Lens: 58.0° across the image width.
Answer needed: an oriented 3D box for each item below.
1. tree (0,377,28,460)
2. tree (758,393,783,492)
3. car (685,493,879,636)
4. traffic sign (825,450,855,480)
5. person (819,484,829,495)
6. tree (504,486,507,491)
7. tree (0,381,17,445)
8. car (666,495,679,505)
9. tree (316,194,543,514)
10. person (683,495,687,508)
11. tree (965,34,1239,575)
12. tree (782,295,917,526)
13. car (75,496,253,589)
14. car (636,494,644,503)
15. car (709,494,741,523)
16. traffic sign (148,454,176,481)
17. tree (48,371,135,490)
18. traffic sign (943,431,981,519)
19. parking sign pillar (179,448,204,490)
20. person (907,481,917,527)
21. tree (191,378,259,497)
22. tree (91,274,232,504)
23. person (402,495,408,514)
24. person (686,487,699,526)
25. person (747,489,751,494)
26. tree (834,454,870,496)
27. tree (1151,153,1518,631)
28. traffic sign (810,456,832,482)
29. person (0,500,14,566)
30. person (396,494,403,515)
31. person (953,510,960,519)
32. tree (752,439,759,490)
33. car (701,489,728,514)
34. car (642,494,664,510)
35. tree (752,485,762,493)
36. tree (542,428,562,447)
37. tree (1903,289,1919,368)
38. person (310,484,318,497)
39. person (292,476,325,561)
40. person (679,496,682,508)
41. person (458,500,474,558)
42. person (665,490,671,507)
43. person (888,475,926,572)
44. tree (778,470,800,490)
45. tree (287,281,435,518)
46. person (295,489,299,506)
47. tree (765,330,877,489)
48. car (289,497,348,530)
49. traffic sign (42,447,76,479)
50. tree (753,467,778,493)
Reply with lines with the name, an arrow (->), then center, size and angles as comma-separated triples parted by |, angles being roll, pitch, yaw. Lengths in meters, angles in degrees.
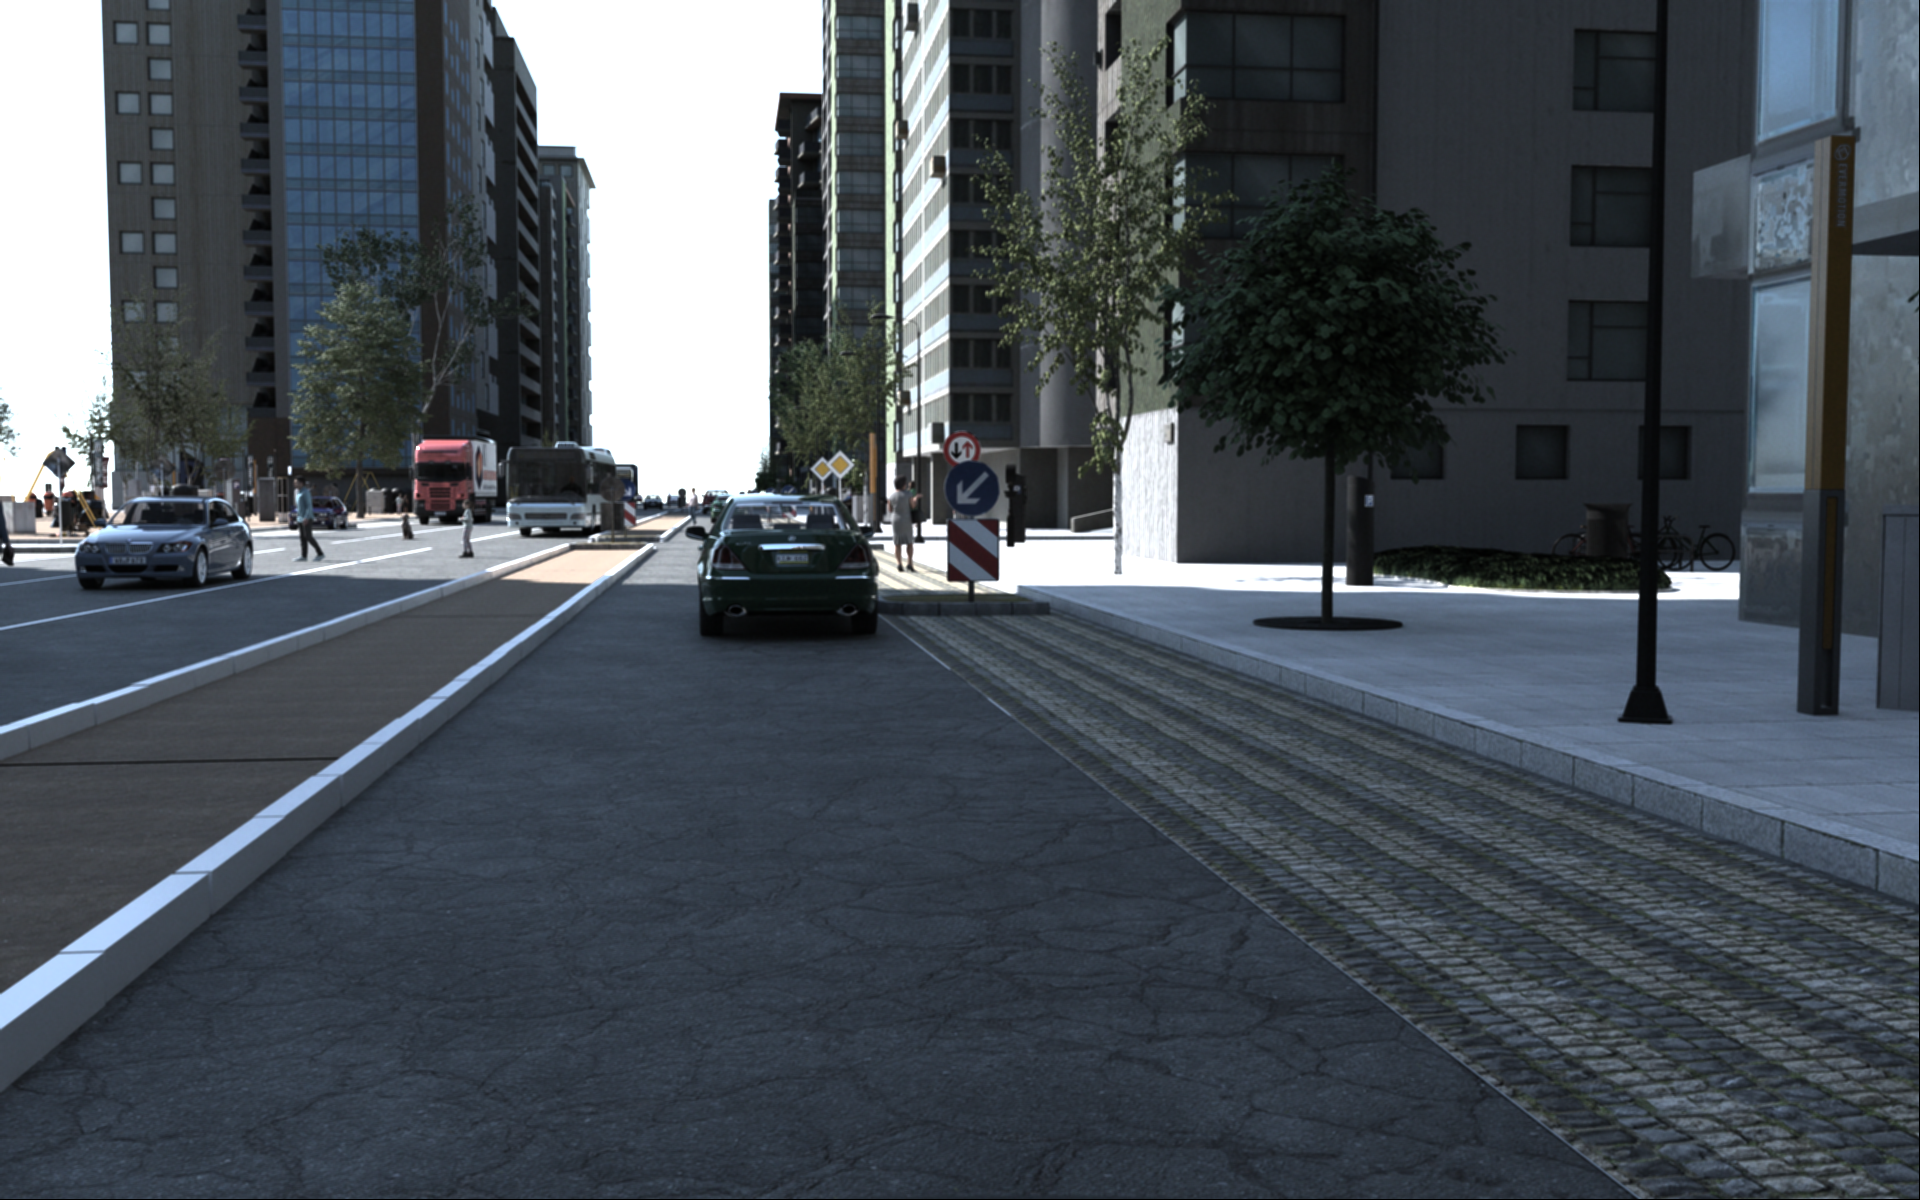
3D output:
tree -> -57.537, -10.104, 99.620 | 7.601, 10.594, 8.767 | -1, 4, -12
tree -> -8.402, -9.076, 98.748 | 4.737, 8.622, 4.395 | 0, 3, 0
car -> -1.950, -0.444, 19.057 | 2.131, 1.459, 4.920 | 0, 4, -8
traffic sign -> -3.131, -2.655, 45.597 | 0.795, 2.593, 0.064 | 0, 4, -8
person -> -7.154, -5.201, 91.355 | 0.520, 1.790, 0.573 | -1, 4, -12
tree -> -39.973, -9.874, 156.044 | 1.663, 3.219, 1.824 | 0, 3, 0
tree -> -50.057, -8.357, 86.994 | 4.737, 8.622, 4.395 | 0, 3, 0
car -> -38.925, -13.636, 235.315 | 2.083, 1.381, 4.827 | 0, 4, -8
tree -> -33.129, -15.462, 108.695 | 12.611, 20.169, 13.585 | 0, 3, 0
person -> -29.522, -10.795, 184.928 | 0.705, 1.831, 1.348 | 2, 4, 30
tree -> 2.271, -4.709, 27.347 | 4.737, 8.622, 4.395 | 0, 3, 0
tree -> -3.701, -6.914, 63.403 | 4.737, 8.622, 4.395 | 0, 3, 0
car -> -12.700, -0.972, 27.900 | 2.014, 1.417, 4.499 | -1, 4, -9
car -> -51.144, -16.226, 274.338 | 2.155, 1.783, 4.494 | -1, 4, -8
car -> -11.577, -4.614, 87.239 | 2.131, 1.459, 4.920 | 0, 4, -6
traffic sign -> -23.438, -2.978, 50.887 | 0.795, 2.593, 0.064 | 0, 4, -8
tree -> -50.418, -9.206, 100.874 | 4.737, 8.622, 4.395 | 0, 3, 0
traffic sign -> 0.038, -2.139, 35.071 | 0.768, 2.556, 0.104 | 0, 4, -2
parking sign pillar -> -45.168, -6.931, 101.798 | 1.447, 3.967, 1.447 | -1, 4, -8
person -> -1.843, -3.742, 67.466 | 0.529, 1.795, 0.600 | 0, 4, 0
tree -> -46.686, -9.700, 108.962 | 4.737, 8.622, 4.395 | 0, 3, 0
tree -> -27.233, -6.646, 59.021 | 4.360, 8.622, 3.978 | 0, 3, 0
person -> -36.467, -6.309, 113.865 | 0.362, 1.253, 0.373 | -1, 4, -14
person -> -12.072, -4.228, 78.295 | 0.731, 1.740, 0.598 | 1, 4, 17
person -> -13.252, -6.116, 109.045 | 0.519, 1.759, 0.362 | -2, 4, -33
tree -> -5.132, -5.483, 84.243 | 1.663, 3.219, 1.824 | 0, 3, 0
tree -> 3.649, -2.022, 16.770 | 4.285, 4.588, 4.351 | 0, 3, 0
traffic sign -> -4.222, -3.139, 53.507 | 0.795, 2.593, 0.064 | 0, 4, -8
person -> -10.003, -0.556, 17.619 | 0.581, 1.822, 0.654 | 0, 4, -1
person -> -34.589, -5.901, 106.807 | 0.425, 1.301, 0.394 | -2, 4, -32
person -> -0.050, -2.876, 55.662 | 0.523, 1.515, 0.503 | 1, 4, 13
tree -> -24.323, -16.366, 217.945 | 4.737, 8.622, 4.395 | 0, 3, 0
car -> -17.608, -7.137, 125.361 | 2.281, 1.827, 5.304 | 0, 4, -8
car -> -28.316, -9.177, 159.836 | 2.009, 1.686, 4.222 | -1, 4, -9
tree -> -30.187, -16.118, 258.134 | 1.663, 3.219, 1.824 | 0, 3, 0
tree -> -45.195, -14.793, 192.230 | 4.737, 8.622, 4.395 | 0, 3, 0
tree -> 5.333, -0.837, 8.288 | 1.663, 3.219, 1.824 | 0, 3, 0
person -> -37.864, -5.833, 101.224 | 0.655, 1.846, 0.447 | -1, 4, -8
person -> -13.930, -1.742, 37.009 | 0.620, 1.820, 0.660 | -3, 5, -41
person -> -28.031, -10.035, 173.509 | 0.436, 1.711, 0.756 | -1, 4, -23
person -> -11.133, -1.607, 39.056 | 0.394, 1.301, 0.425 | -2, 4, -27
person -> -31.661, -10.967, 187.683 | 0.599, 1.838, 0.709 | -2, 4, -24
person -> -0.948, -1.402, 31.788 | 0.716, 1.782, 0.532 | 1, 4, 17
tree -> -13.564, -8.669, 136.333 | 1.663, 3.219, 1.824 | 0, 3, 0
tree -> -31.841, -10.688, 92.879 | 7.486, 12.596, 7.792 | 0, 3, 0
person -> -30.837, -4.559, 80.813 | 0.478, 1.798, 0.641 | -3, 5, -43
tree -> -8.650, -11.216, 109.130 | 9.928, 11.665, 9.643 | 0, 3, 0
car -> -25.826, -3.495, 69.724 | 1.945, 1.354, 3.894 | -1, 4, -9
traffic sign -> -22.347, -2.495, 42.977 | 0.795, 2.593, 0.064 | 0, 4, -8
tree -> -23.622, -13.920, 211.297 | 4.285, 4.588, 4.351 | 0, 3, 0
